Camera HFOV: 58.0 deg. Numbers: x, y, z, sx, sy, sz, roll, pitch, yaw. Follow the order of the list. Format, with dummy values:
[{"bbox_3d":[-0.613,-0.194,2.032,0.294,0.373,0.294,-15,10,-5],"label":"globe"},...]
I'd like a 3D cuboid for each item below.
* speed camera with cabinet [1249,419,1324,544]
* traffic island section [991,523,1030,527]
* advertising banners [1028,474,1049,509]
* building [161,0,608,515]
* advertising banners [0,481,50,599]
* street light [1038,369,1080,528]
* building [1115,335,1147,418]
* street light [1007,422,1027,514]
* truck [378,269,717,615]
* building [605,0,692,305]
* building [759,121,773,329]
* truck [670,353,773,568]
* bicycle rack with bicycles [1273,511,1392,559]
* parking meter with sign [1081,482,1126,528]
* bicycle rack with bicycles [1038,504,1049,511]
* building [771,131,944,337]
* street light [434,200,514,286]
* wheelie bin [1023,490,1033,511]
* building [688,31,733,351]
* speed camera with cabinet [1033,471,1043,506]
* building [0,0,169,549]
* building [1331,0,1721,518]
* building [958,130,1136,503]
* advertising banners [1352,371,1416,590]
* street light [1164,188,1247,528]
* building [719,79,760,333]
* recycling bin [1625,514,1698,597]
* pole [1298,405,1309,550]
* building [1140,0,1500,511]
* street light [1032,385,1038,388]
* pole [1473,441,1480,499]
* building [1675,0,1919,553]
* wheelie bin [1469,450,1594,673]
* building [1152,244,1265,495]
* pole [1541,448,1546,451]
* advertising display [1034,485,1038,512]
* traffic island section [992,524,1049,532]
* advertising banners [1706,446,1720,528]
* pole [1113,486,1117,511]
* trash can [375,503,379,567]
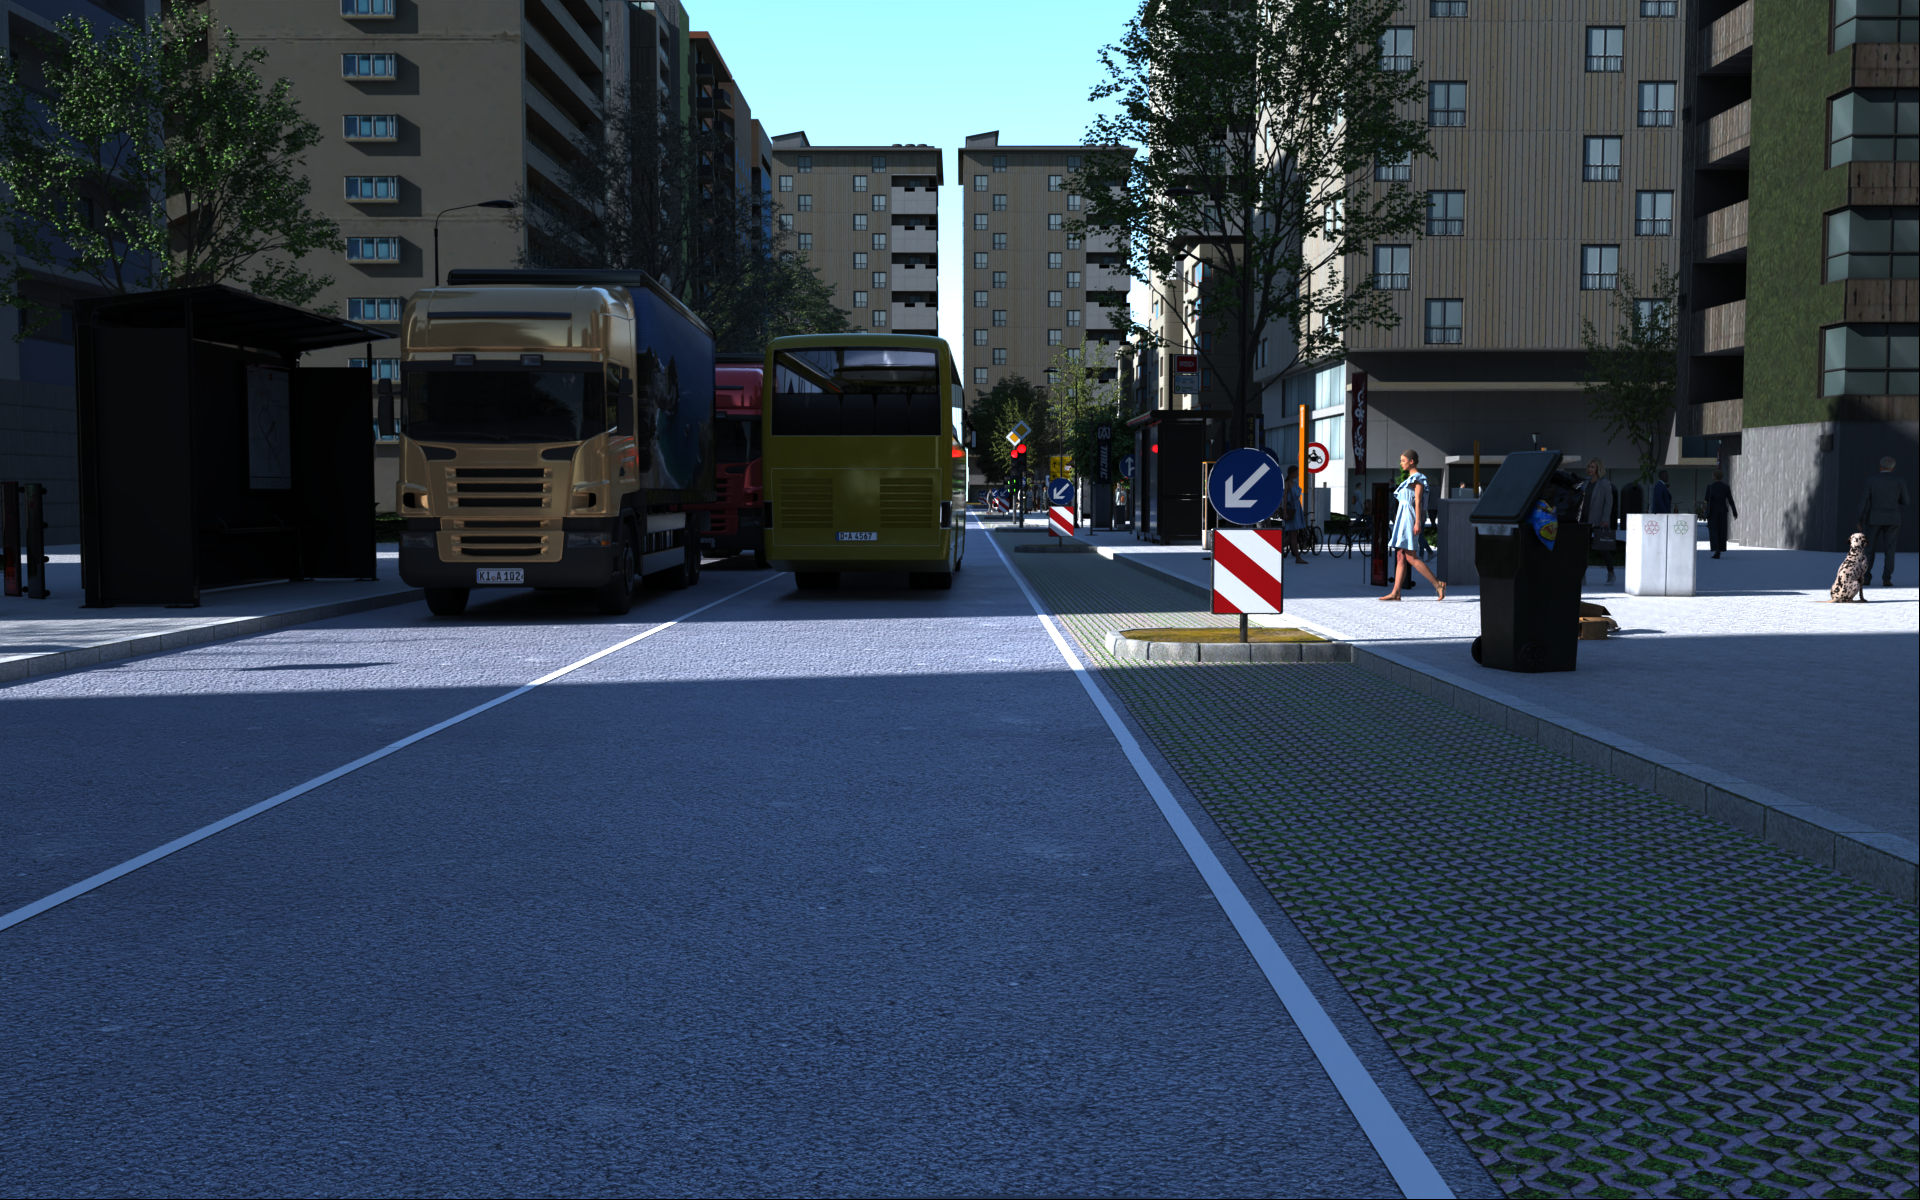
[{"bbox_3d":[8.495,-3.125,45.431,2.038,3.252,0.660,2,4,27],"label":"speed camera with cabinet"},{"bbox_3d":[2.344,-3.137,73.563,2.009,0.180,2.903,0,3,0],"label":"traffic island section"},{"bbox_3d":[6.771,-9.307,148.359,2.074,3.025,0.090,-1,4,-22],"label":"advertising banners"},{"bbox_3d":[-32.487,-28.920,96.540,21.300,48.544,21.600,0,3,0],"label":"building"},{"bbox_3d":[-11.863,-1.556,21.628,2.074,3.025,0.090,3,5,42],"label":"advertising banners"},{"bbox_3d":[3.791,-5.631,64.614,1.470,5.913,1.316,0,3,0],"label":"street light"},{"bbox_3d":[32.706,-21.494,196.467,27.650,21.520,28.899,0,3,0],"label":"building"},{"bbox_3d":[3.702,-8.476,111.124,1.470,5.913,1.316,0,3,0],"label":"street light"},{"bbox_3d":[-5.205,-2.141,23.926,2.839,4.237,11.283,0,4,-2],"label":"truck"},{"bbox_3d":[-29.622,-27.851,138.961,14.154,41.232,14.086,0,3,0],"label":"building"},{"bbox_3d":[-29.725,-33.815,202.986,14.200,45.320,14.600,0,3,0],"label":"building"},{"bbox_3d":[-4.686,-2.932,36.857,2.839,4.237,11.283,0,4,1],"label":"truck"},{"bbox_3d":[7.404,-1.349,35.443,2.852,0.926,2.925,3,5,41],"label":"bicycle rack with bicycles"},{"bbox_3d":[5.432,-4.261,65.931,1.738,3.016,0.543,-1,4,-16],"label":"parking meter with sign"},{"bbox_3d":[7.552,-7.400,134.372,2.925,0.926,2.852,0,4,3],"label":"bicycle rack with bicycles"},{"bbox_3d":[-14.106,-40.987,259.371,27.495,52.752,28.713,0,3,0],"label":"building"},{"bbox_3d":[-7.735,-3.361,27.500,1.470,5.913,1.316,0,3,0],"label":"street light"},{"bbox_3d":[5.041,-7.335,127.842,0.693,1.594,0.980,-2,4,-26],"label":"wheelie bin"},{"bbox_3d":[-33.252,-31.061,162.466,22.147,44.769,28.867,0,3,0],"label":"building"},{"bbox_3d":[6.264,-9.256,145.674,0.660,3.252,2.038,2,4,30],"label":"speed camera with cabinet"},{"bbox_3d":[-36.587,-30.679,43.596,28.212,58.520,21.231,0,3,0],"label":"building"},{"bbox_3d":[32.275,-31.224,99.756,27.495,52.752,28.713,0,3,0],"label":"building"},{"bbox_3d":[13.464,-40.967,259.051,27.495,52.752,28.713,0,3,0],"label":"building"},{"bbox_3d":[5.866,-1.708,24.106,0.090,3.025,2.074,-1,4,-11],"label":"advertising banners"},{"bbox_3d":[3.788,-3.295,26.421,1.470,5.913,1.316,0,3,0],"label":"street light"},{"bbox_3d":[-29.816,-32.660,184.099,14.600,45.320,14.200,0,3,0],"label":"building"},{"bbox_3d":[8.893,-0.577,21.984,0.722,1.027,0.722,1,4,10],"label":"recycling bin"},{"bbox_3d":[7.872,-2.803,39.671,0.158,3.312,0.155,0,3,0],"label":"pole"},{"bbox_3d":[32.969,-35.360,167.369,28.713,52.752,27.495,0,3,0],"label":"building"},{"bbox_3d":[3.787,-6.207,74.027,1.470,5.913,1.316,0,3,0],"label":"street light"},{"bbox_3d":[19.729,-4.424,66.177,0.158,3.312,0.155,0,3,0],"label":"pole"},{"bbox_3d":[26.252,-16.650,43.928,14.160,30.474,14.107,0,3,0],"label":"building"},{"bbox_3d":[4.185,-0.294,12.721,0.693,1.594,0.980,-1,4,-17],"label":"wheelie bin"},{"bbox_3d":[30.352,-17.694,134.337,27.650,21.520,28.899,0,3,0],"label":"building"},{"bbox_3d":[25.618,-5.030,76.076,0.158,3.312,0.155,0,3,0],"label":"pole"},{"bbox_3d":[5.504,-7.334,125.117,0.123,1.923,0.974,1,4,13],"label":"advertising display"},{"bbox_3d":[2.343,-2.648,65.578,2.009,0.180,2.903,0,3,0],"label":"traffic island section"},{"bbox_3d":[28.053,-4.176,64.469,0.090,3.025,2.074,1,4,14],"label":"advertising banners"},{"bbox_3d":[8.557,-6.222,95.566,0.158,3.312,0.155,0,3,0],"label":"pole"},{"bbox_3d":[-10.105,-1.063,29.028,0.748,1.137,0.748,0,3,0],"label":"trash can"}]
